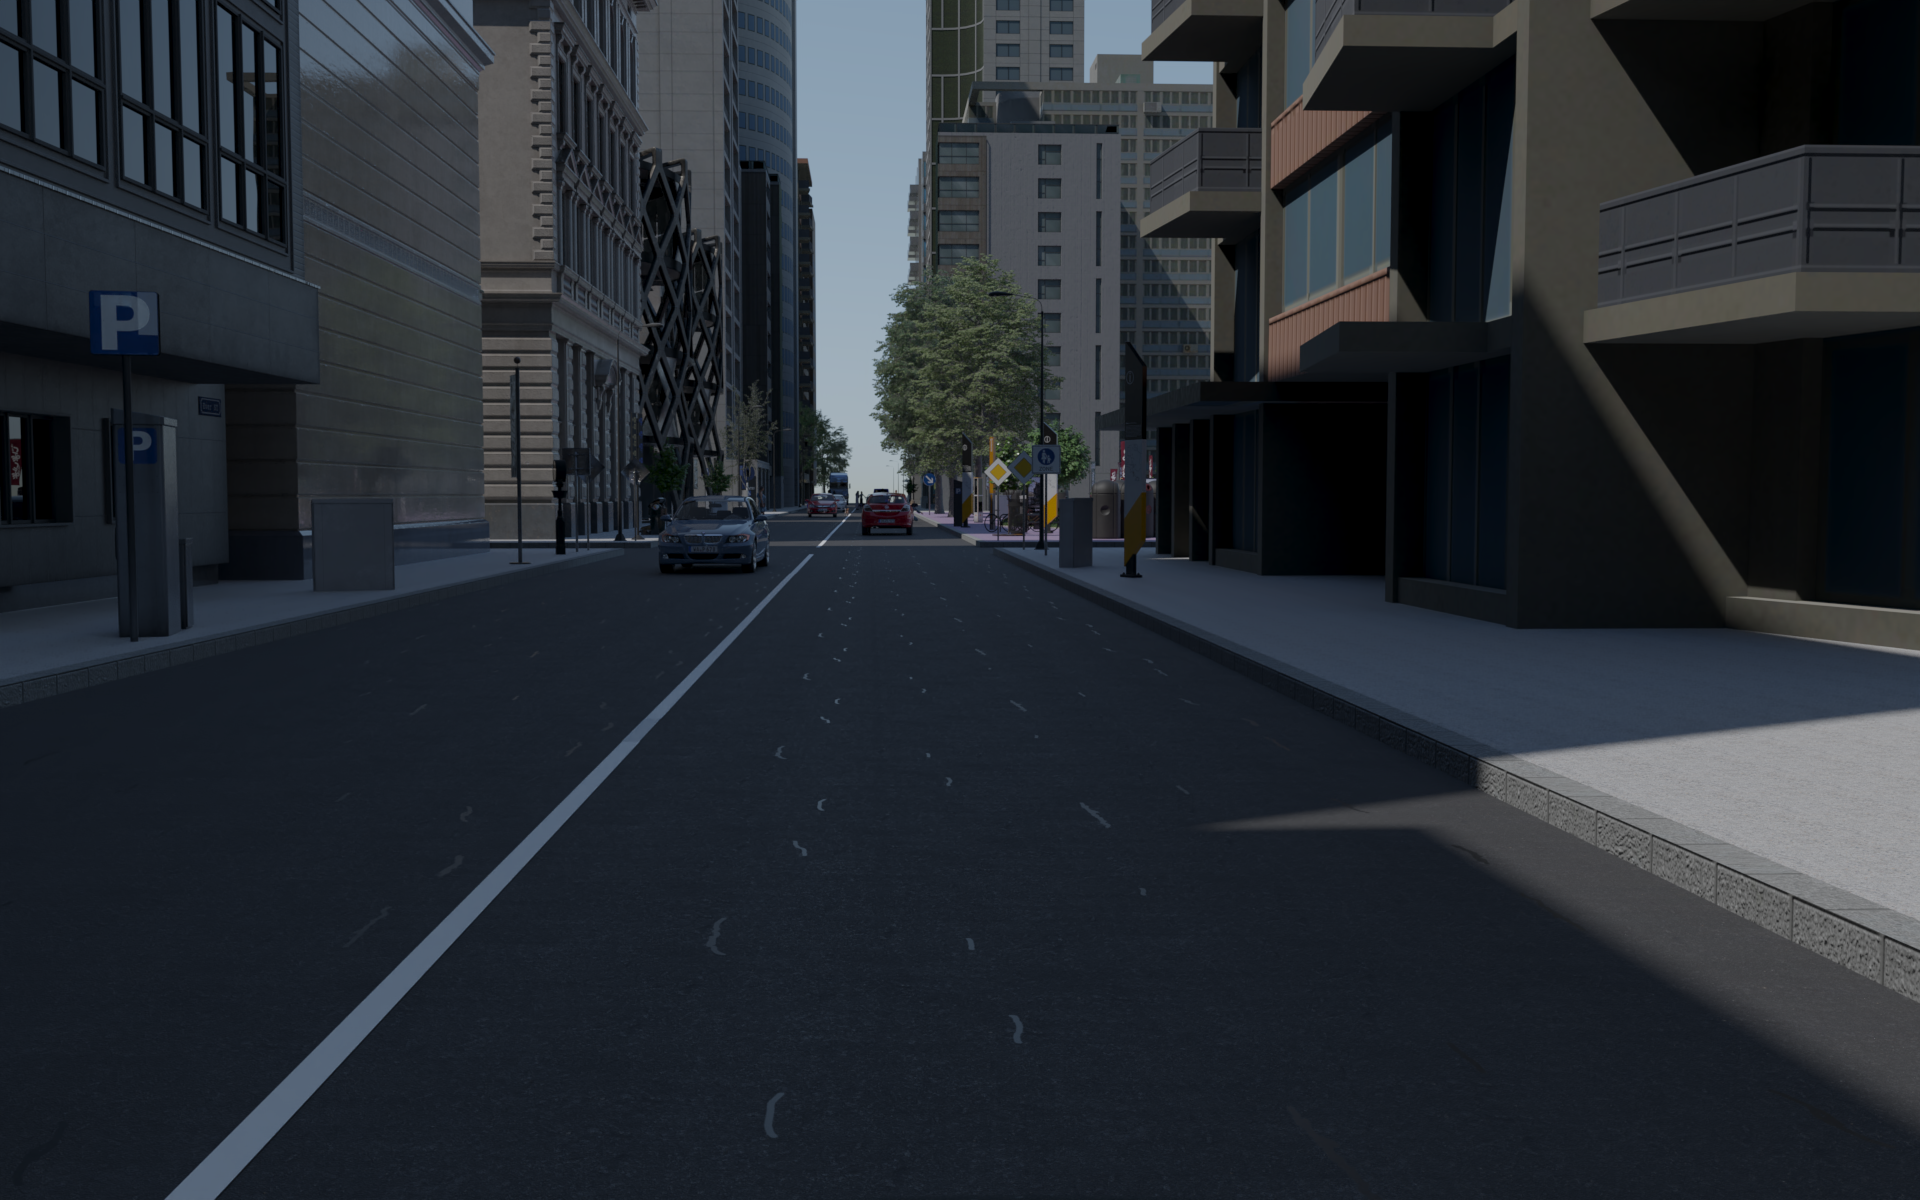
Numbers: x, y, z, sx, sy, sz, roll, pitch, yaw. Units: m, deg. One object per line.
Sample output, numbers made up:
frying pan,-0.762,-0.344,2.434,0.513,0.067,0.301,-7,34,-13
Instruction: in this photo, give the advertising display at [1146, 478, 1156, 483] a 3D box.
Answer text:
advertising display,7.725,-3.863,68.366,0.974,1.923,0.123,1,4,11

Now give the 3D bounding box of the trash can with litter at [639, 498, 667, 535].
trash can with litter,-9.682,-2.627,54.334,1.055,1.170,0.624,3,4,39

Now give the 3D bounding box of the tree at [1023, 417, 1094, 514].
tree,4.135,-5.538,74.258,4.285,4.588,4.351,0,3,0

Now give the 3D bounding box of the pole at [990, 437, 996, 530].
pole,1.168,-4.171,62.046,0.158,3.312,0.155,0,3,0

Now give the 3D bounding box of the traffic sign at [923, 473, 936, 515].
traffic sign,-1.858,-6.450,105.560,0.768,2.556,0.104,0,4,0

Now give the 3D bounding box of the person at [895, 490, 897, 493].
person,-4.594,-7.083,125.026,1.217,1.735,0.721,-1,4,-11

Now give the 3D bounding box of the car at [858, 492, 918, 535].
car,-2.565,-3.220,61.694,2.155,1.783,4.494,0,4,-1

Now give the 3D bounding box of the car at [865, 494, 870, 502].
car,-12.463,-14.367,246.700,2.131,1.459,4.920,0,4,-1

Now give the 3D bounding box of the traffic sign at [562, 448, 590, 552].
traffic sign,-8.482,-2.212,38.304,0.606,2.300,0.079,0,4,-3

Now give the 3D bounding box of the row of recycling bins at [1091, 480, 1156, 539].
row of recycling bins,4.978,-2.665,50.681,1.069,1.692,3.534,3,4,39

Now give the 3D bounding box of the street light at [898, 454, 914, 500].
street light,-4.714,-11.201,155.684,1.470,5.913,1.316,0,4,-3

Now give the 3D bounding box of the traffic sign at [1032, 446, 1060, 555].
traffic sign,1.792,-2.076,36.079,0.606,2.300,0.079,0,4,4

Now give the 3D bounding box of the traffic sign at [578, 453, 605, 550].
traffic sign,-8.463,-2.186,39.383,0.795,2.450,0.064,0,4,-3

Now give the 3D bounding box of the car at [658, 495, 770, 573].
car,-4.636,-1.289,33.072,2.014,1.417,4.499,0,4,-1

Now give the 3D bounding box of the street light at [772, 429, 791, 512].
street light,-12.716,-9.241,123.637,1.470,5.913,1.316,0,4,-3

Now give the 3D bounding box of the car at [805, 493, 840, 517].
car,-8.548,-6.026,107.561,2.155,1.783,4.494,0,4,-5

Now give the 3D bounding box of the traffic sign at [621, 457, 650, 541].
traffic sign,-8.880,-2.674,47.358,0.795,2.450,0.064,0,4,-3

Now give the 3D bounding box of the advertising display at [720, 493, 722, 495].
advertising display,-17.024,-7.042,120.342,0.974,1.923,0.123,0,4,3

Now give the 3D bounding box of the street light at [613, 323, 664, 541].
street light,-8.748,-4.565,47.182,1.470,5.913,1.316,0,4,-3

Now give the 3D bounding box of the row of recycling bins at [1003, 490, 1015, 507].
row of recycling bins,3.995,-7.024,121.954,1.069,1.692,3.534,-2,4,-24

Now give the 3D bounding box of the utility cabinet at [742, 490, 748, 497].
utility cabinet,-11.557,-5.156,92.986,0.318,1.500,1.173,0,4,-5

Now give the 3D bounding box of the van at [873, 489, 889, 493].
van,-8.727,-11.523,192.776,2.240,2.365,5.245,0,4,-1

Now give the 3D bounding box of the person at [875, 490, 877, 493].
person,-6.363,-7.540,132.303,1.217,1.766,0.721,-1,4,-19

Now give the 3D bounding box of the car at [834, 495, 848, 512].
car,-10.092,-7.791,139.743,2.083,1.381,4.827,0,4,-2

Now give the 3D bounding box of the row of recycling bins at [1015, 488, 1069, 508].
row of recycling bins,5.510,-6.425,112.158,3.534,1.692,1.069,2,4,35

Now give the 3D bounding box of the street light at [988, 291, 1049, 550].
street light,1.345,-4.115,39.823,1.470,5.913,1.316,0,4,-3

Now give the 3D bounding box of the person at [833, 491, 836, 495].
person,-10.831,-8.587,149.719,1.217,1.723,0.721,1,4,21

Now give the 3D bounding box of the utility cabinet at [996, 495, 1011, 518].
utility cabinet,2.226,-4.917,91.548,1.020,1.237,0.306,-3,4,-38

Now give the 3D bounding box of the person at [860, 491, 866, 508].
person,-10.028,-10.157,175.348,1.217,1.735,0.721,2,4,33

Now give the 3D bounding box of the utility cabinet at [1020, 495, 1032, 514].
utility cabinet,3.145,-4.067,77.655,1.020,1.237,0.306,3,5,43

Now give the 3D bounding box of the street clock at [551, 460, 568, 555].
street clock,-8.480,-1.966,36.718,0.358,2.002,0.471,-1,4,-21

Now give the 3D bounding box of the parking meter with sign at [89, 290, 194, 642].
parking meter with sign,-7.381,-1.193,15.764,0.543,3.016,1.738,-1,4,-14

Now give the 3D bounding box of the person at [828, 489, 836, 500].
person,-10.223,-7.772,135.586,1.348,1.822,0.705,-3,4,-37

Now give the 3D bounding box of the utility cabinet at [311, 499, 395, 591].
utility cabinet,-8.092,-0.730,23.092,1.020,1.237,0.306,-1,4,-23

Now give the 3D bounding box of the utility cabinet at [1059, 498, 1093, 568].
utility cabinet,2.043,-1.187,30.577,0.306,1.237,1.020,1,4,23

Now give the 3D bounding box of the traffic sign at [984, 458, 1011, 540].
traffic sign,1.052,-2.704,47.854,0.795,2.450,0.064,0,4,-3

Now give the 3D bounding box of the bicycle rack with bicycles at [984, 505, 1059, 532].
bicycle rack with bicycles,2.242,-2.733,58.069,2.925,0.926,2.852,-1,4,-13

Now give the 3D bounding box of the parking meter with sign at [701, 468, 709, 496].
parking meter with sign,-16.686,-7.312,115.809,0.543,3.016,1.738,-2,4,-34

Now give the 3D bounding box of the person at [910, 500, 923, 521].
person,-2.457,-4.503,87.626,1.012,1.151,0.738,2,4,33

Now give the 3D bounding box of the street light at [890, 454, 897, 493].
street light,-7.041,-13.849,198.969,1.470,5.913,1.316,0,4,-3

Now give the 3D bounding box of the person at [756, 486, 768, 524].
person,-9.357,-4.446,81.285,0.778,1.811,0.616,-1,4,-12

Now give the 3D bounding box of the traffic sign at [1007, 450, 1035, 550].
traffic sign,1.468,-2.216,39.879,0.795,2.450,0.064,0,4,-3

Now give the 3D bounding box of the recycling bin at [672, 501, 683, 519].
recycling bin,-13.947,-4.506,86.223,0.722,1.027,0.722,-1,4,-17

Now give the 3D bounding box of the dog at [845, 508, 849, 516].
dog,-7.394,-5.754,113.365,0.540,0.507,0.406,2,4,29

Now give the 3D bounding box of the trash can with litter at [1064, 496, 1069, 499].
trash can with litter,6.732,-5.688,104.380,1.055,1.170,0.624,-1,4,-16

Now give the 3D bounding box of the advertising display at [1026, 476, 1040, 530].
advertising display,2.832,-3.516,62.706,0.974,1.923,0.123,-2,4,-30

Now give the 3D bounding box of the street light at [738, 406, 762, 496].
street light,-11.068,-7.244,90.985,1.470,5.913,1.316,0,4,-3

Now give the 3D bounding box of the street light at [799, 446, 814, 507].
street light,-14.938,-11.910,167.274,1.470,5.913,1.316,0,4,-3

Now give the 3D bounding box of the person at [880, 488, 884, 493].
person,-5.808,-7.460,130.104,1.348,1.869,0.705,1,4,10

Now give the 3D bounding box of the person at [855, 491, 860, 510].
person,-9.415,-9.184,159.326,0.621,1.740,0.551,-3,5,-43
